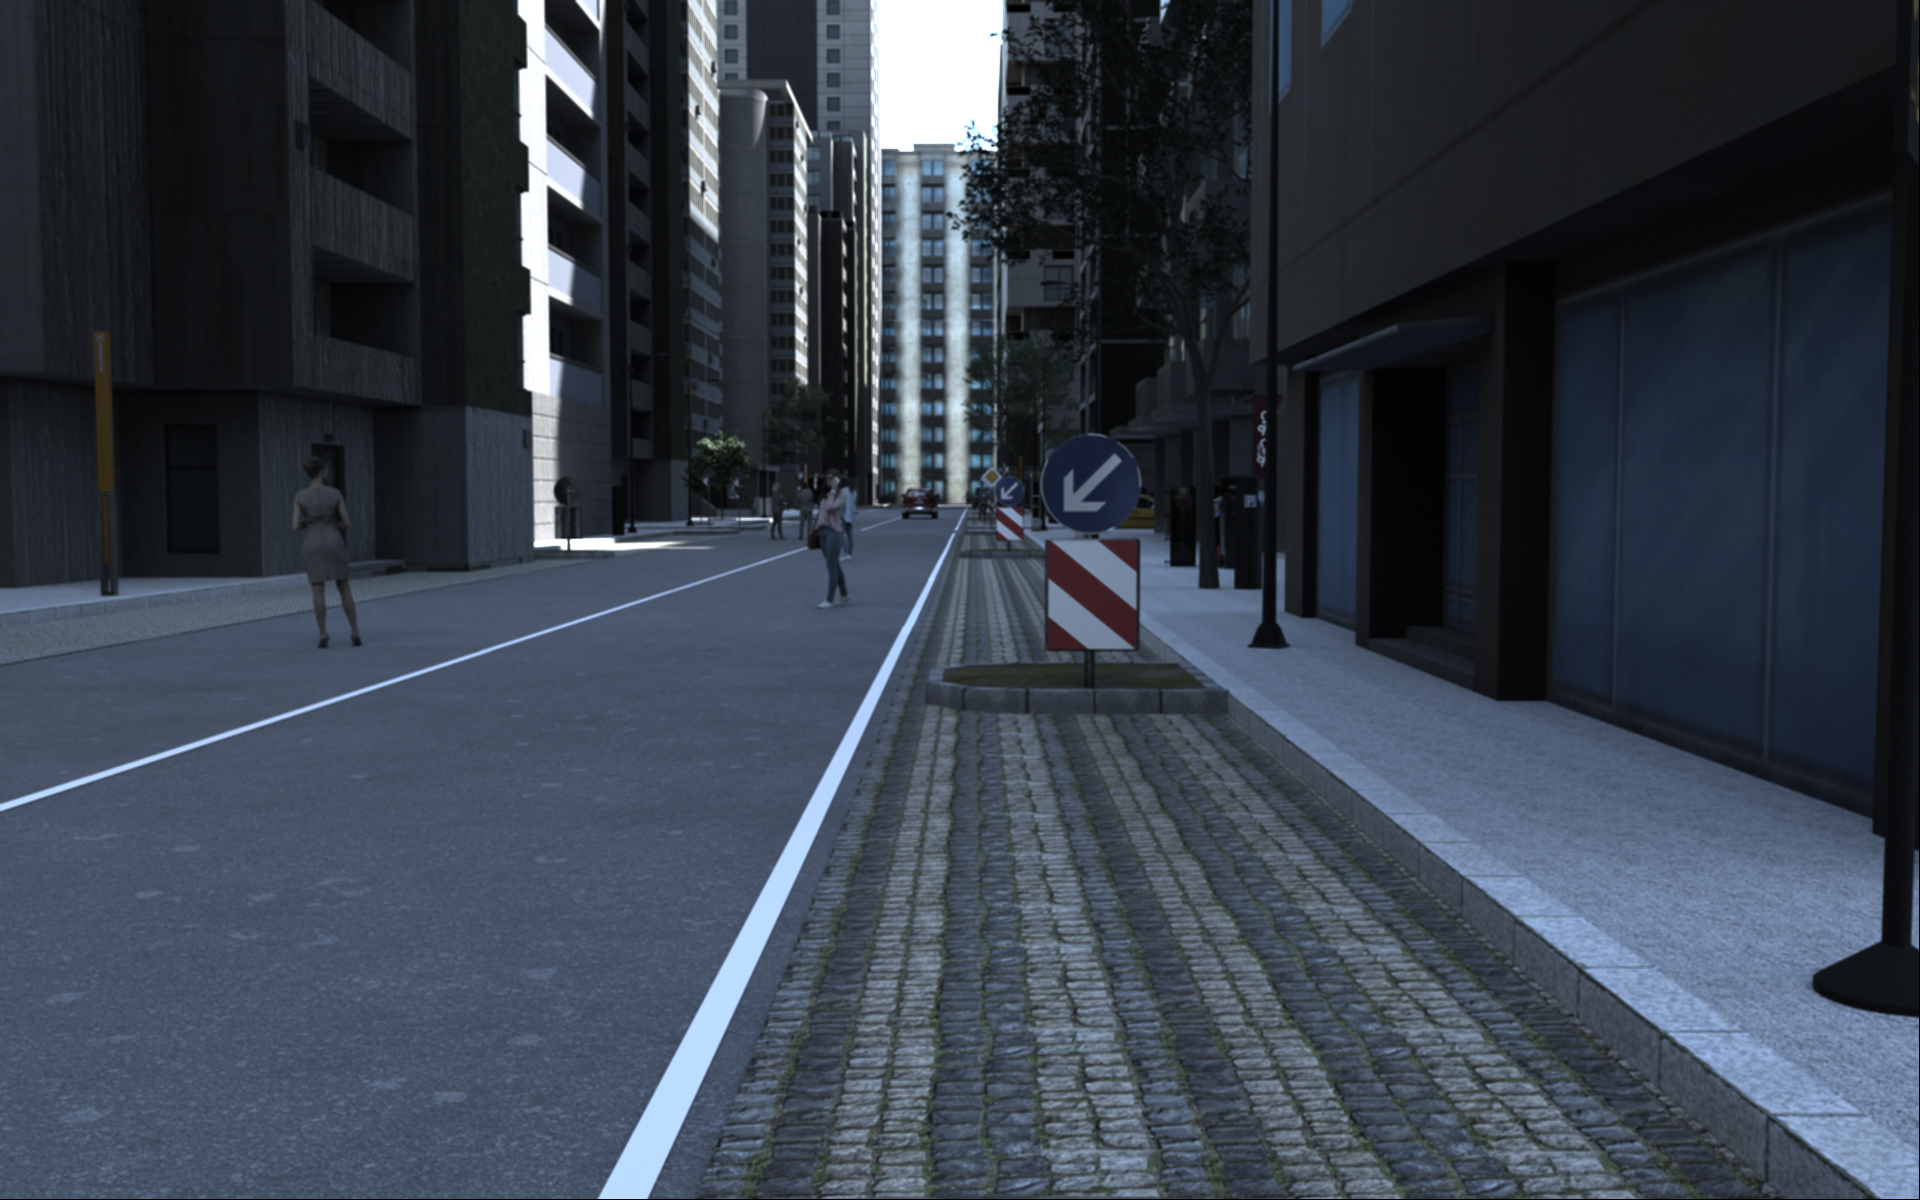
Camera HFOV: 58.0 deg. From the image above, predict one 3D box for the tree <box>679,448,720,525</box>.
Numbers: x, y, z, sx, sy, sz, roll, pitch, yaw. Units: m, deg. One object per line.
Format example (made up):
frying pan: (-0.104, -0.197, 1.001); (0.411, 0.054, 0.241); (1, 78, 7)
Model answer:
tree: (-10.984, -4.772, 72.631); (1.663, 3.219, 1.824); (0, 3, 0)

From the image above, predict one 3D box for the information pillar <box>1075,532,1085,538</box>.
information pillar: (3.127, -2.403, 43.776); (0.304, 2.012, 0.304); (3, 5, 44)

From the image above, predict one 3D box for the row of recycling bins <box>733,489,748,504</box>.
row of recycling bins: (-16.571, -7.627, 131.813); (3.534, 1.692, 1.069); (0, 4, 7)

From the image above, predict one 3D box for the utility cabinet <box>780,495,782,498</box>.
utility cabinet: (-15.294, -8.110, 143.766); (1.020, 1.237, 0.306); (1, 4, 14)

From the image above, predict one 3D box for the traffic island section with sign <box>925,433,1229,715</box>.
traffic island section with sign: (0.761, -0.215, 12.151); (1.989, 1.847, 2.006); (0, 4, 0)

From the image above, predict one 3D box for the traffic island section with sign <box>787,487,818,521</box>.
traffic island section with sign: (-8.346, -5.230, 94.146); (1.989, 1.847, 2.006); (0, 4, 0)

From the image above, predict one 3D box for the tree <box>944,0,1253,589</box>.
tree: (3.522, -5.456, 23.616); (8.767, 10.594, 7.601); (1, 4, 18)

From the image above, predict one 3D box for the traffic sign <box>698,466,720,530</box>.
traffic sign: (-8.912, -3.539, 61.499); (0.795, 2.450, 0.064); (0, 4, 0)

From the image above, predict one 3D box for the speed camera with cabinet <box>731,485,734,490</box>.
speed camera with cabinet: (-16.767, -8.557, 134.238); (2.038, 3.252, 0.660); (0, 4, 5)

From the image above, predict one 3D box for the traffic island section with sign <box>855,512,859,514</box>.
traffic island section with sign: (-8.134, -6.914, 121.667); (1.989, 1.847, 2.006); (0, 4, 0)

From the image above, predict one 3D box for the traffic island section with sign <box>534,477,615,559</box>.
traffic island section with sign: (-8.795, -1.834, 38.606); (1.989, 1.847, 2.006); (0, 4, 0)

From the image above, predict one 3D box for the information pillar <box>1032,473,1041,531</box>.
information pillar: (2.644, -3.391, 59.942); (0.304, 2.012, 0.304); (0, 4, 8)

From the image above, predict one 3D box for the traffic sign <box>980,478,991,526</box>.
traffic sign: (1.195, -4.021, 69.383); (0.795, 2.450, 0.064); (0, 4, 0)

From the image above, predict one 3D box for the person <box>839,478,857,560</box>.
person: (-2.452, -1.764, 37.613); (0.793, 1.790, 0.793); (0, 4, 1)

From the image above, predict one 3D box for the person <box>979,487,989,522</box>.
person: (1.227, -4.892, 88.660); (0.537, 1.800, 0.526); (0, 4, 8)

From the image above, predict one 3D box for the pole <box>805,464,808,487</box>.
pole: (-10.413, -7.568, 117.582); (0.158, 3.312, 0.155); (0, 3, 0)

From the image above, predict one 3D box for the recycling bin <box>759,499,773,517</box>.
recycling bin: (-10.848, -5.199, 97.553); (0.722, 1.027, 0.722); (1, 4, 21)

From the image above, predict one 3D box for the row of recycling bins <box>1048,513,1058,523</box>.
row of recycling bins: (5.651, -4.217, 76.069); (3.534, 1.692, 1.069); (0, 4, -1)

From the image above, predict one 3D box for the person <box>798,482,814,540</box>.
person: (-4.856, -2.808, 54.594); (0.511, 1.800, 0.466); (-1, 4, -10)

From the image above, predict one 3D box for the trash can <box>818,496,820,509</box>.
trash can: (-11.062, -7.754, 138.434); (0.748, 1.137, 0.748); (0, 3, 0)

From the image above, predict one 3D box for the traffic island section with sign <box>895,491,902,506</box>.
traffic island section with sign: (-7.501, -11.662, 199.304); (1.989, 1.847, 2.006); (0, 4, 0)

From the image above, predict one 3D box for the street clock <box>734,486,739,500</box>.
street clock: (-16.515, -7.548, 127.972); (0.358, 2.002, 0.471); (1, 4, 11)

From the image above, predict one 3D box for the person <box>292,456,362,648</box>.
person: (-5.910, -0.448, 16.162); (0.599, 1.781, 0.374); (-1, 4, -23)

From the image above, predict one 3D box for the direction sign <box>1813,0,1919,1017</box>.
direction sign: (2.389, -0.754, 4.320); (0.379, 3.537, 0.876); (2, 4, 35)

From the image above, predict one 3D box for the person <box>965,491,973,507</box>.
person: (0.919, -11.037, 189.734); (0.721, 1.735, 1.217); (-3, 5, -44)

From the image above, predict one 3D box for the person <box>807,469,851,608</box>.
person: (-1.587, -0.784, 21.904); (0.643, 1.750, 0.593); (-2, 4, -35)

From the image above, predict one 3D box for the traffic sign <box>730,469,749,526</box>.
traffic sign: (-8.848, -4.027, 69.484); (0.795, 2.450, 0.064); (0, 4, 0)

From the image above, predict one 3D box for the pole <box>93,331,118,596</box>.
pole: (-10.763, -1.711, 21.823); (0.158, 3.312, 0.155); (0, 3, 0)

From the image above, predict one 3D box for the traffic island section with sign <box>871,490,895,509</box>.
traffic island section with sign: (-7.732, -9.953, 171.362); (1.989, 1.847, 2.006); (0, 4, 0)

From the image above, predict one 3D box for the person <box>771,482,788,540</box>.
person: (-5.710, -2.806, 54.564); (0.526, 1.800, 0.537); (-1, 4, -10)

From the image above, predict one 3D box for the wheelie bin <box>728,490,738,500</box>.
wheelie bin: (-16.136, -6.998, 122.328); (0.980, 1.594, 0.693); (-1, 4, -9)

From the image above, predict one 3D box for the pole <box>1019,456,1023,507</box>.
pole: (3.256, -6.021, 92.288); (0.158, 3.312, 0.155); (0, 3, 0)

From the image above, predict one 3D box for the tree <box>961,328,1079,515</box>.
tree: (3.831, -11.179, 108.527); (9.928, 11.665, 9.643); (0, 3, 0)

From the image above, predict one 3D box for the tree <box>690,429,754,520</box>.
tree: (-11.982, -6.327, 87.166); (4.285, 4.588, 4.351); (0, 3, 0)

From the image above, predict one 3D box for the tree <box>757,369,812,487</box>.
tree: (-11.699, -11.972, 130.148); (7.601, 10.594, 8.767); (0, 4, 6)

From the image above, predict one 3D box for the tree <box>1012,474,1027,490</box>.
tree: (4.927, -9.347, 147.425); (1.663, 3.219, 1.824); (0, 3, 0)

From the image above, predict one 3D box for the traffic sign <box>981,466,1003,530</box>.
traffic sign: (1.131, -3.532, 61.398); (0.795, 2.450, 0.064); (0, 4, 0)

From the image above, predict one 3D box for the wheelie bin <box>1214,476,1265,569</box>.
wheelie bin: (4.843, -1.341, 29.836); (0.980, 1.594, 0.693); (0, 4, -1)

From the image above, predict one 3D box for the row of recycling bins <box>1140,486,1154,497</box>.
row of recycling bins: (8.057, -4.578, 81.963); (3.534, 1.692, 1.069); (0, 4, -4)
